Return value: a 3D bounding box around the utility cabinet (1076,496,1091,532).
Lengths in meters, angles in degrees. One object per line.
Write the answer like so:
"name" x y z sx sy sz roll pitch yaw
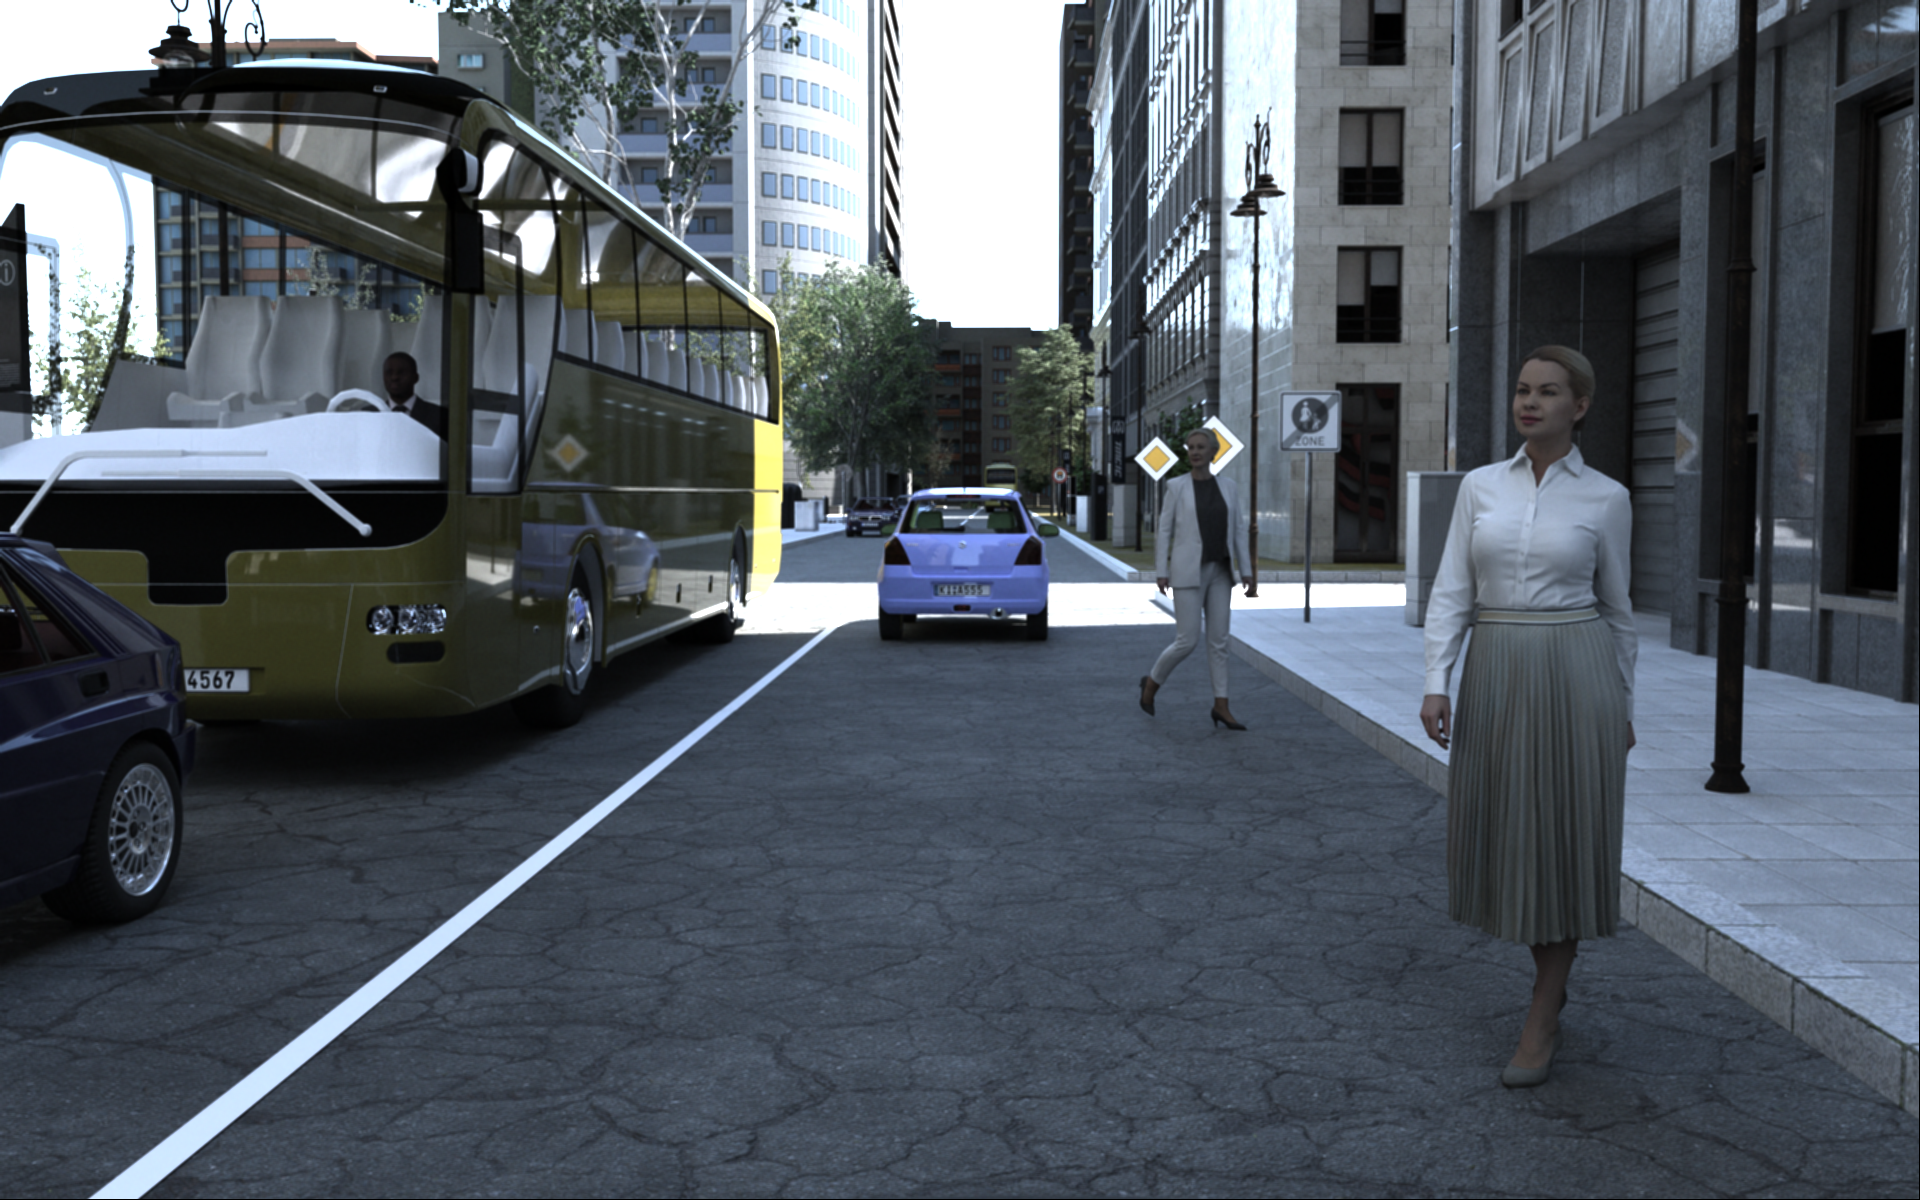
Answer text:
"utility cabinet" 4.234 -2.883 58.303 0.306 1.237 1.020 -1 4 -17

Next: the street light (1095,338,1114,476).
"street light" 4.281 -4.817 51.552 0.468 5.910 1.993 0 4 1

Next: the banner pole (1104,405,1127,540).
"banner pole" 4.327 -3.597 48.836 0.863 3.779 0.401 -2 4 -24

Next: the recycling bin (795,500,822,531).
"recycling bin" -5.284 -2.885 59.732 0.722 1.027 0.722 0 4 6

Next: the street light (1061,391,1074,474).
"street light" 4.941 -6.411 77.606 0.468 5.910 1.993 0 4 1

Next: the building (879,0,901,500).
"building" -16.207 -31.812 143.821 21.300 48.544 21.600 0 4 1

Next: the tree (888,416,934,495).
"tree" -3.914 -11.021 130.555 4.737 8.622 4.395 0 3 0

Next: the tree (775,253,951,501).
"tree" -5.227 -11.235 90.351 9.857 13.997 8.962 0 3 0

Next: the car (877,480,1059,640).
"car" 0.087 -0.535 18.331 1.945 1.707 3.694 0 4 2

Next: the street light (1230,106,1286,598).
"street light" 3.618 -2.962 21.221 0.468 5.910 1.993 0 4 1

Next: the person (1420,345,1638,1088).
"person" 1.475 0.265 4.399 0.478 1.798 0.641 3 4 39

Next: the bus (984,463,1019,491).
"bus" 3.294 -8.952 137.913 2.896 3.916 12.252 0 4 2

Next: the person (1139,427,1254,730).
"person" 1.458 -0.145 10.754 0.514 1.842 0.818 -3 4 -37

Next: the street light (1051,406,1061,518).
"street light" 5.180 -7.224 90.893 0.468 5.910 1.993 0 4 1

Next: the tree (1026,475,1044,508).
"tree" 7.239 -10.178 161.012 1.663 3.219 1.824 0 3 0

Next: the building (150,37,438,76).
"building" -61.943 -31.477 169.272 28.867 44.769 22.147 0 4 1

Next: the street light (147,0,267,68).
"street light" -6.262 -2.567 14.755 0.468 5.910 1.993 0 4 1

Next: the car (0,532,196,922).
"car" -3.641 0.490 4.569 1.945 1.354 3.894 0 4 2

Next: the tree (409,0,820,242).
"tree" -8.025 -11.214 39.245 12.611 20.169 13.585 0 3 0

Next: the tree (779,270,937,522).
"tree" -4.877 -9.395 79.356 9.928 11.665 9.643 0 3 0

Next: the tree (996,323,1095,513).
"tree" 6.276 -12.032 114.842 7.486 12.596 7.792 0 3 0

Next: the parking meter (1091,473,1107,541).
"parking meter" 3.824 -2.569 47.713 0.399 1.863 0.255 -2 4 -28

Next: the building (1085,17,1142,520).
"building" 14.048 -18.889 94.744 13.634 28.700 20.117 0 4 1

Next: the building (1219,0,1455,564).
"building" 14.584 -11.098 36.208 16.860 20.320 10.420 0 4 1

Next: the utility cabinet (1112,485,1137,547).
"utility cabinet" 4.006 -2.026 41.805 0.318 1.500 1.173 2 4 25

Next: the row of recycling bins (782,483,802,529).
"row of recycling bins" -6.611 -3.547 65.103 1.069 1.692 3.534 0 4 7

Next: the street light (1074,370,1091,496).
"street light" 4.645 -5.617 64.625 0.468 5.910 1.993 0 4 1

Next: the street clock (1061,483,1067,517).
"street clock" 5.934 -5.739 98.403 0.358 2.002 0.471 -1 4 -14

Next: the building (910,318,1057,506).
"building" -2.795 -22.007 204.856 28.899 21.520 27.650 0 4 1

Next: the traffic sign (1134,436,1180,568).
"traffic sign" 3.392 -1.609 29.952 0.795 2.450 0.064 0 4 1

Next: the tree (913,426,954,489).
"tree" -2.636 -13.915 177.869 4.360 8.622 3.978 0 3 0

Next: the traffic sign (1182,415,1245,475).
"traffic sign" 3.210 -1.121 21.969 0.795 2.450 0.064 0 4 1

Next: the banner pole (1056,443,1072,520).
"banner pole" 5.178 -5.859 85.809 0.863 3.779 0.401 -1 4 -23

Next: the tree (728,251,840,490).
"tree" -5.802 -6.209 51.881 4.737 8.622 4.395 0 3 0

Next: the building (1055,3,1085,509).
"building" 15.970 -30.981 156.647 14.600 45.320 14.200 0 4 1

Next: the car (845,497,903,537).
"car" -2.882 -2.842 59.044 1.945 1.354 3.894 0 4 3

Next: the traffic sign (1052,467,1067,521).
"traffic sign" 4.710 -4.994 81.756 0.768 2.556 0.104 0 4 5

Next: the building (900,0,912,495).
"building" -15.590 -44.664 168.510 20.611 71.187 20.563 0 4 1

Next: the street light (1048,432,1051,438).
"street light" 5.540 -8.048 104.375 0.468 5.910 1.993 0 4 1

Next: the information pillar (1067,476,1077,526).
"information pillar" 4.487 -3.977 69.518 0.304 2.012 0.304 -1 4 -18

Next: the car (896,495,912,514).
"car" -1.920 -3.607 70.969 2.014 1.417 4.499 0 4 2

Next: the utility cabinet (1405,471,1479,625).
"utility cabinet" 4.951 -0.500 16.849 1.173 1.500 0.318 -1 4 -11

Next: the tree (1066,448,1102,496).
"tree" 5.108 -4.806 73.187 1.663 3.219 1.824 0 3 0

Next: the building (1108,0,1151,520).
"building" 14.017 -17.066 72.532 14.314 27.812 24.014 0 4 1

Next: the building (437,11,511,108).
"building" -36.718 -33.320 168.486 21.600 48.544 21.300 0 4 1

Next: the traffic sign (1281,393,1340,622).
"traffic sign" 3.470 -0.925 17.250 0.606 2.300 0.079 0 4 3

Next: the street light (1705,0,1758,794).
"street light" 3.325 -2.112 7.327 0.468 5.910 1.993 0 4 1

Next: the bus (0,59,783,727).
"bus" -3.455 -1.367 13.899 2.896 3.916 12.252 0 4 2

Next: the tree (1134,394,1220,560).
"tree" 4.509 -2.393 33.725 1.663 3.219 1.824 0 3 0

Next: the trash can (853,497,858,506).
"trash can" -5.835 -5.234 97.230 0.748 1.137 0.748 0 3 0

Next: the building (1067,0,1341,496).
"building" 19.667 -29.386 135.081 22.147 44.769 28.867 0 4 1

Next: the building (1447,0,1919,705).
"building" 11.449 -11.708 9.452 12.078 24.808 19.932 0 4 1

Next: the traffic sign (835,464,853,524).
"traffic sign" -4.908 -4.465 73.109 0.768 2.556 0.104 0 4 4

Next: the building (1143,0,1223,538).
"building" 10.930 -12.352 51.107 9.793 20.994 18.267 0 4 1

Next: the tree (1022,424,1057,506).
"tree" 8.359 -14.217 182.810 4.737 8.622 4.395 0 3 0

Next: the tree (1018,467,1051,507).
"tree" 7.510 -11.738 175.635 4.285 4.588 4.351 0 3 0

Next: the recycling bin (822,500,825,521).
"recycling bin" -6.455 -4.033 78.494 0.722 1.027 0.722 0 4 1

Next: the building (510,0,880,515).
"building" -16.983 -35.270 118.668 21.231 58.520 28.212 0 4 1

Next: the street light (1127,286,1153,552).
"street light" 3.993 -4.023 38.570 0.468 5.910 1.993 0 4 1

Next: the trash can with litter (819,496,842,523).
"trash can with litter" -6.057 -4.021 76.803 1.678 1.210 2.233 0 4 -4
